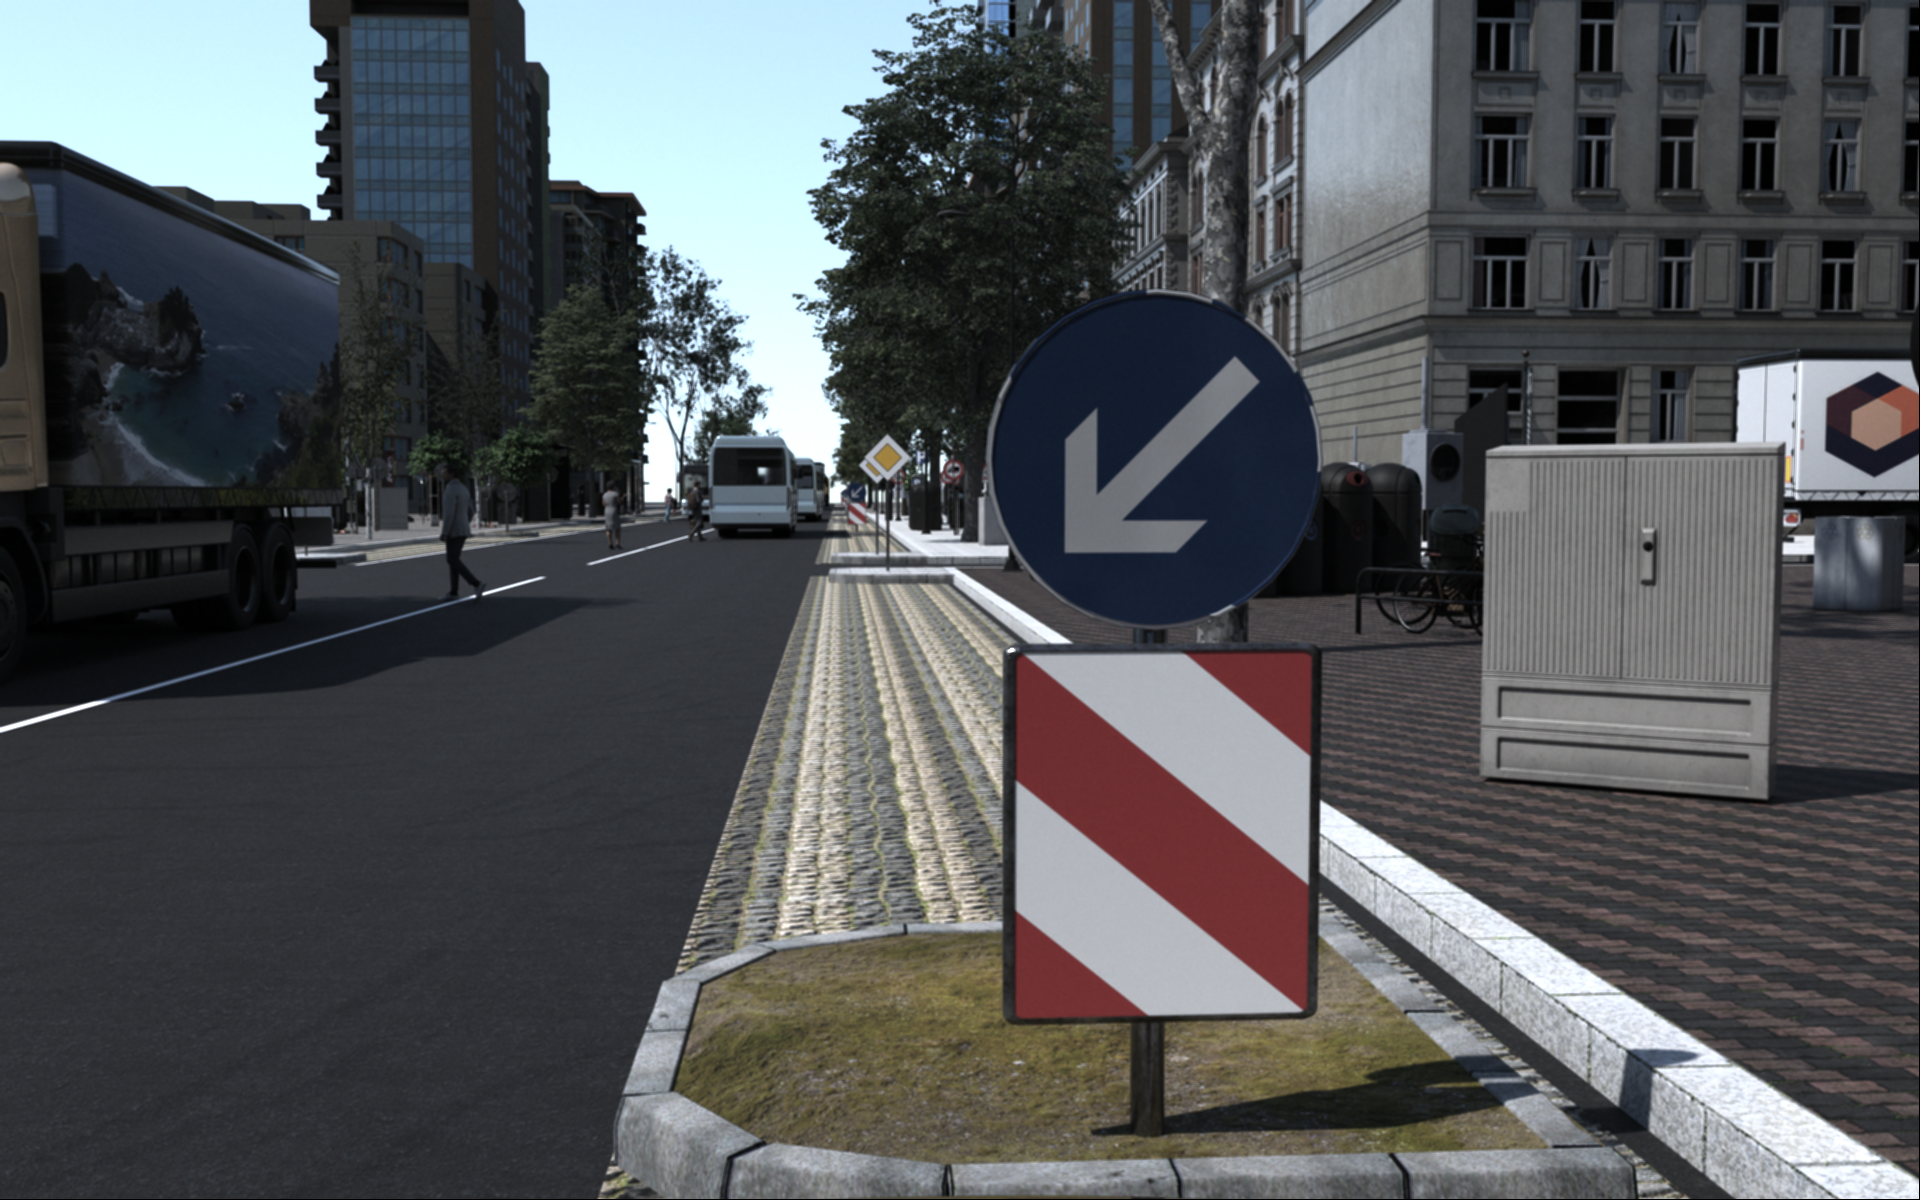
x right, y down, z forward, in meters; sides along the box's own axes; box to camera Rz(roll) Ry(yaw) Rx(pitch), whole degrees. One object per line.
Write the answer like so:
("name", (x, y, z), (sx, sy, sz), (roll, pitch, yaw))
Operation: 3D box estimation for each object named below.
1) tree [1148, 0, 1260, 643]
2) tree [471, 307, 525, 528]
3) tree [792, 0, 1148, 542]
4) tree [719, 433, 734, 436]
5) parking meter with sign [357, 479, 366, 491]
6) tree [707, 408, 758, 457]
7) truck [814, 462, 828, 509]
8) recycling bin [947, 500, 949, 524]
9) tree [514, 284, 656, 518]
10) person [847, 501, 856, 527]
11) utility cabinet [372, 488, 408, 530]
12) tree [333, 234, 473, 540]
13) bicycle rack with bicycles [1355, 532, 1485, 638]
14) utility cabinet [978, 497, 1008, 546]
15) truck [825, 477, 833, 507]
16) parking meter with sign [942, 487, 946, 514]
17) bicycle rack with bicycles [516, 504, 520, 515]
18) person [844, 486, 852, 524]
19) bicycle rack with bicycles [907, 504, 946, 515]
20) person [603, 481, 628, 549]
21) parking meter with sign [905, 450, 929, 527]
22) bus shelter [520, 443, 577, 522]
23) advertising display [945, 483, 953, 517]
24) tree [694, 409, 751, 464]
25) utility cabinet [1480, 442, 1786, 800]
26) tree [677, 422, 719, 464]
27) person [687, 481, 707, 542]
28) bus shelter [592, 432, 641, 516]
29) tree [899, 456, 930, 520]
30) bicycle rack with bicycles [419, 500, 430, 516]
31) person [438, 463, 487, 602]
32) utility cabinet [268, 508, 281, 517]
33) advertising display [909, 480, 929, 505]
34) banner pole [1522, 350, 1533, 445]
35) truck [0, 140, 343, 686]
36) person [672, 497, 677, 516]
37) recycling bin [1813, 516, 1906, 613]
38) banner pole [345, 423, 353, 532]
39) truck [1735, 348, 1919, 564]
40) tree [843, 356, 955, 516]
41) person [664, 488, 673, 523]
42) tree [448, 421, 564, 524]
("tree", (3.289, -9.675, 14.082), (12.611, 20.169, 13.585), (0, 3, 0))
("tree", (-18.078, -6.973, 64.365), (4.360, 8.622, 3.978), (0, 3, 0))
("tree", (0.461, -8.513, 45.837), (9.857, 13.997, 8.962), (0, 3, 0))
("tree", (-27.767, -15.593, 205.302), (4.360, 8.622, 3.978), (0, 3, 0))
("parking meter with sign", (-29.227, -5.411, 84.734), (0.543, 3.016, 1.738), (-3, 5, -42))
("tree", (-29.585, -18.988, 228.574), (7.486, 12.596, 7.792), (0, 3, 0))
("truck", (-13.637, -10.331, 157.823), (2.839, 4.237, 11.283), (0, 4, -2))
("recycling bin", (-0.096, -3.733, 73.595), (0.722, 1.027, 0.722), (-1, 4, -23))
("tree", (-20.363, -10.772, 94.256), (7.486, 12.596, 7.792), (0, 3, 0))
("person", (-4.608, -3.754, 74.127), (0.590, 1.304, 0.306), (3, 5, 44))
("utility cabinet", (-20.234, -3.229, 61.479), (1.173, 1.500, 0.318), (-2, 4, -30))
("tree", (-16.883, -6.011, 48.644), (4.360, 8.622, 3.978), (0, 3, 0))
("bicycle rack with bicycles", (4.898, -0.153, 15.879), (2.852, 0.926, 2.925), (-2, 4, -35))
("utility cabinet", (0.941, -1.972, 43.397), (1.020, 1.237, 0.306), (-3, 4, -36))
("truck", (-16.359, -12.456, 199.579), (3.469, 3.379, 9.791), (0, 4, -4))
("parking meter with sign", (-0.725, -6.892, 108.948), (1.738, 3.016, 0.543), (-2, 4, -26))
("bicycle rack with bicycles", (-22.152, -4.712, 90.423), (2.925, 0.926, 2.852), (-1, 4, -9))
("person", (-5.265, -4.526, 82.603), (0.391, 1.810, 0.635), (-2, 4, -24))
("bicycle rack with bicycles", (-2.031, -5.659, 105.911), (2.925, 0.926, 2.852), (-1, 4, -10))
("person", (-8.906, -2.211, 45.004), (0.716, 1.782, 0.532), (2, 4, 26))
("parking meter with sign", (-1.624, -4.335, 67.139), (0.543, 3.016, 1.738), (1, 4, 9))
("bus shelter", (-19.579, -5.583, 82.558), (1.731, 3.624, 6.357), (0, 4, -4))
("advertising display", (-0.596, -5.546, 95.889), (0.123, 1.923, 0.974), (1, 4, 23))
("tree", (-29.044, -17.472, 211.428), (9.928, 11.665, 9.643), (0, 3, 0))
("utility cabinet", (2.892, 0.072, 7.500), (1.173, 1.500, 0.318), (2, 4, 30))
("tree", (-25.677, -13.530, 171.575), (4.737, 8.622, 4.395), (0, 3, 0))
("person", (-7.982, -2.683, 52.333), (0.822, 1.834, 0.622), (-3, 5, -44))
("bus shelter", (-20.827, -7.763, 104.548), (2.179, 5.291, 8.768), (0, 4, -4))
("tree", (-2.360, -5.667, 87.255), (1.663, 3.219, 1.824), (0, 3, 0))
("bicycle rack with bicycles", (-29.583, -5.249, 99.207), (2.852, 0.926, 2.925), (-2, 4, -28))
("person", (-6.659, -0.905, 23.147), (0.795, 1.843, 0.661), (1, 4, 11))
("utility cabinet", (-17.616, -2.159, 43.975), (1.173, 1.500, 0.318), (-2, 4, -30))
("advertising display", (-1.923, -4.652, 81.274), (0.974, 1.923, 0.123), (-2, 4, -28))
("banner pole", (9.773, -2.439, 29.889), (0.401, 3.779, 0.863), (0, 4, 8))
("truck", (-8.512, -1.656, 15.995), (2.839, 4.237, 11.283), (0, 4, -4))
("person", (-18.698, -6.157, 112.348), (0.628, 1.438, 0.799), (1, 4, 8))
("recycling bin", (9.956, -0.405, 19.183), (0.722, 1.027, 0.722), (-3, 5, -43))
("banner pole", (-20.945, -4.240, 59.343), (0.401, 3.779, 0.863), (-2, 4, -34))
("truck", (21.549, -2.798, 34.660), (11.283, 4.237, 2.839), (0, 4, -3))
("tree", (-3.432, -10.765, 101.756), (9.928, 11.665, 9.643), (0, 3, 0))
("person", (-14.418, -4.659, 85.514), (0.643, 1.720, 0.563), (-3, 4, -36))
("tree", (-19.026, -5.624, 75.662), (4.285, 4.588, 4.351), (0, 3, 0))
